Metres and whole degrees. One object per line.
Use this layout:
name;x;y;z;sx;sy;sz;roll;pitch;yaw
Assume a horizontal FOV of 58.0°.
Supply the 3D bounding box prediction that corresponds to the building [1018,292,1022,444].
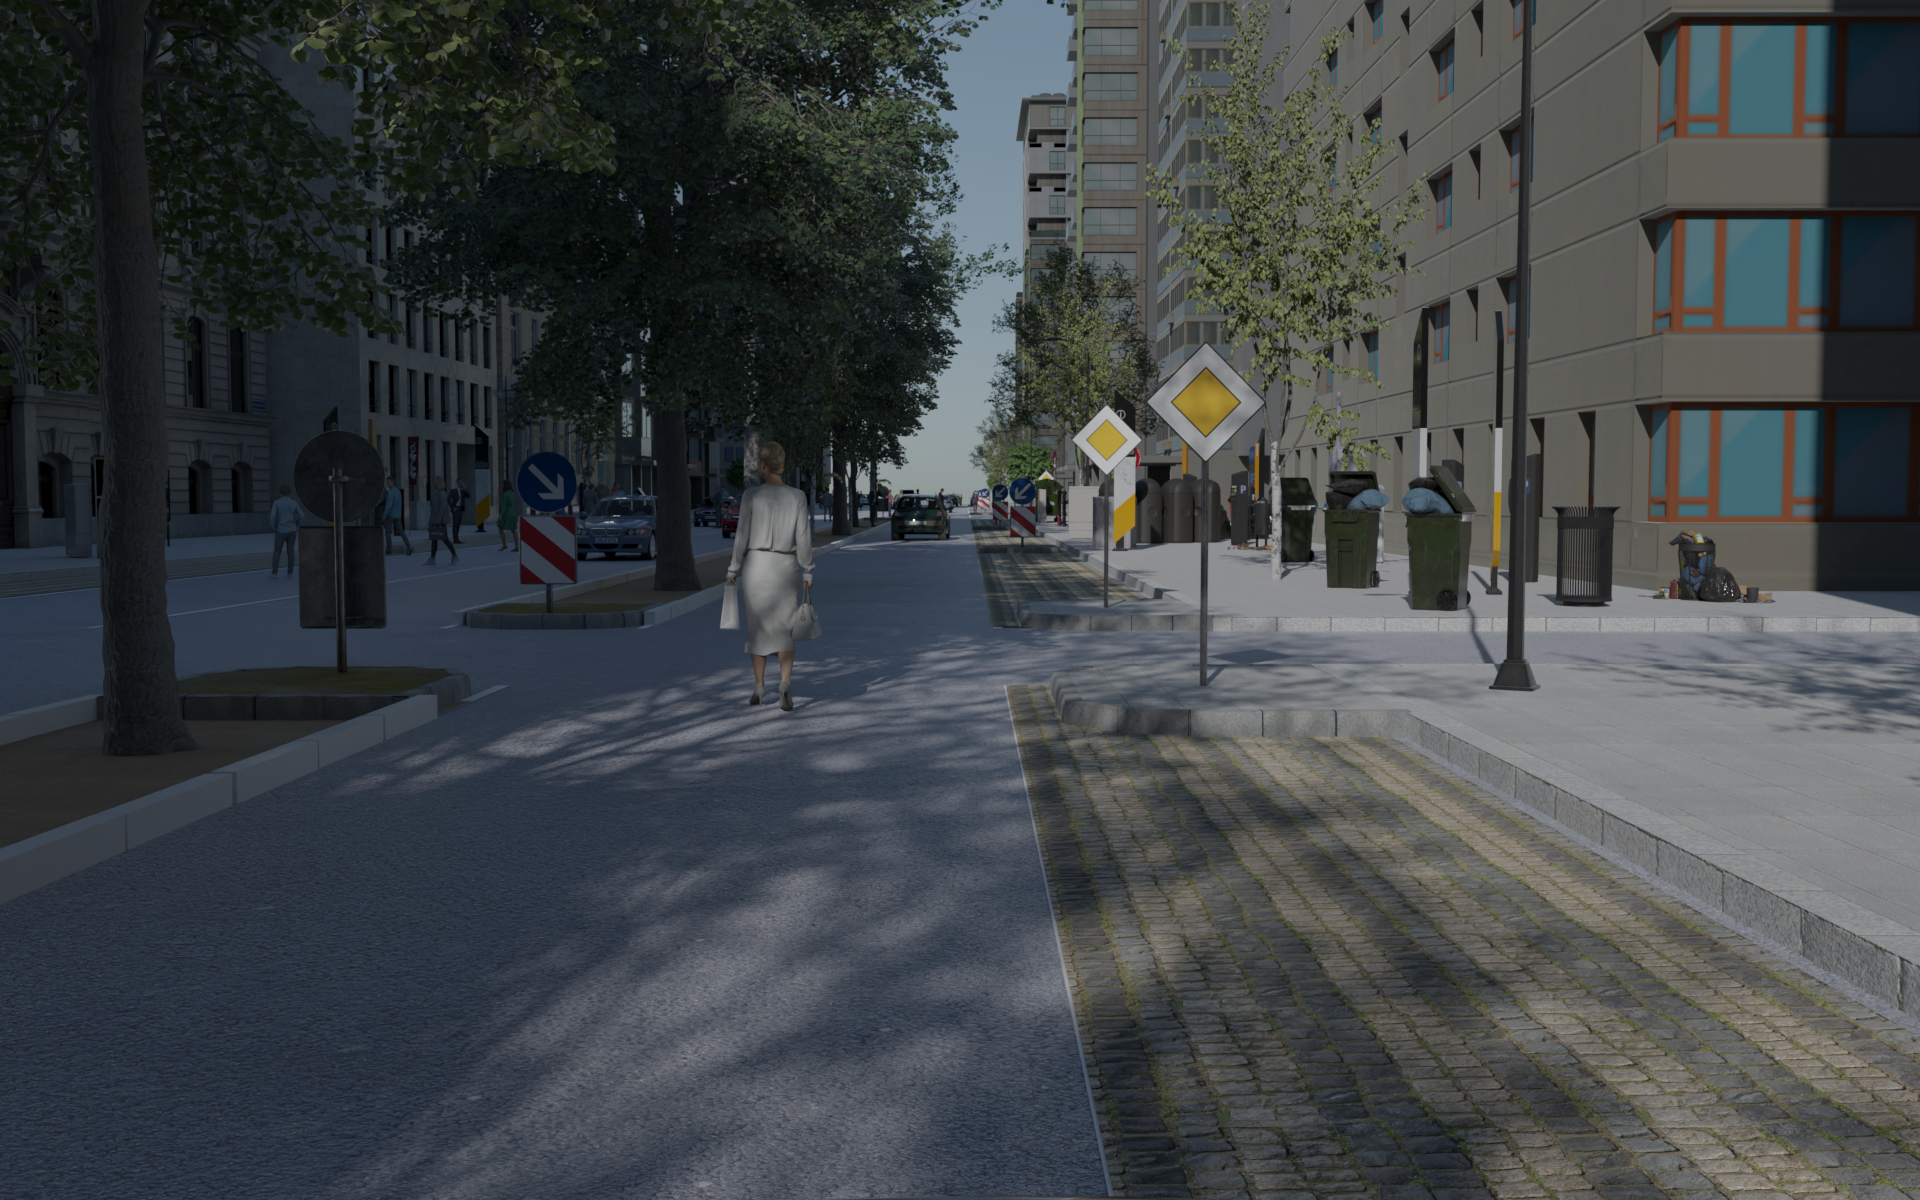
building;14.485;-26.509;205.127;14.160;30.474;14.107;0;4;0

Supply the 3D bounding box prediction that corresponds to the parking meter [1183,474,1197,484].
parking meter;6.545;-2.667;49.317;0.255;1.863;0.399;-2;4;-31

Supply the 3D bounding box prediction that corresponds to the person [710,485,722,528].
person;-10.159;-3.888;72.252;0.590;1.801;0.661;-1;4;-16

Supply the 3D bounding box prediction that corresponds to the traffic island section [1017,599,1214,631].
traffic island section;1.670;0.165;19.586;2.009;0.180;2.903;0;4;0

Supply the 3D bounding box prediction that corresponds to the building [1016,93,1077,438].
building;21.992;-38.917;225.532;28.713;52.752;27.495;0;4;0

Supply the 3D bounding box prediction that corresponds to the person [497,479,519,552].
person;-11.233;-2.098;43.051;0.529;1.795;0.600;0;4;5

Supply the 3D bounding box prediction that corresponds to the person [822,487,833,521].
person;-6.958;-5.025;90.928;0.678;1.792;0.850;1;4;11

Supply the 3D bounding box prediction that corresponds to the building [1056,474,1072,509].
building;23.814;-28.346;155.344;32.217;40.220;23.993;0;4;0

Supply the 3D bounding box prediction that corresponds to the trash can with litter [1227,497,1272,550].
trash can with litter;6.931;-1.779;40.151;1.678;1.210;2.233;-1;4;-14

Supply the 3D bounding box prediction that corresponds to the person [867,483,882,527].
person;-3.690;-4.120;75.223;0.474;1.900;0.648;2;4;28

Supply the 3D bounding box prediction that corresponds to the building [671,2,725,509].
building;-31.192;-29.671;139.743;22.147;44.769;28.867;0;4;0

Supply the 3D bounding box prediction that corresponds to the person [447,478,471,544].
person;-14.399;-2.568;49.841;0.474;1.900;0.648;1;4;20

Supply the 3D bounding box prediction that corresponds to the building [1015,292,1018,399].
building;14.814;-29.076;247.088;14.160;30.474;14.107;0;4;0

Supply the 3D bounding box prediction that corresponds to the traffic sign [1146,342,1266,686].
traffic sign;1.625;-0.482;11.524;0.795;2.450;0.064;0;4;0

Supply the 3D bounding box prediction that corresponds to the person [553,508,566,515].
person;-11.201;-2.453;48.632;0.654;1.822;0.581;1;4;23

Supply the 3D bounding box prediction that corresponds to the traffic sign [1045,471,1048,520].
traffic sign;4.271;-5.170;85.714;0.795;2.450;0.064;1;4;9

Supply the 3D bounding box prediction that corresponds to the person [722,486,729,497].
person;-12.556;-5.162;92.761;0.748;1.841;0.638;3;5;44

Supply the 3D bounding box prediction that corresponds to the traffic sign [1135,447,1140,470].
traffic sign;4.120;-2.642;43.305;0.768;2.556;0.104;0;4;6

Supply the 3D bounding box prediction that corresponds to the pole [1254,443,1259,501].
pole;11.884;-4.621;69.396;0.158;3.312;0.155;0;3;0

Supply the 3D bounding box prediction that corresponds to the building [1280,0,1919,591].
building;23.689;-11.677;35.958;28.899;21.520;27.650;0;4;0

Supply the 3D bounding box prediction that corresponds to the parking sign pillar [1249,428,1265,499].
parking sign pillar;12.069;-5.012;70.415;1.447;3.967;1.447;1;4;19

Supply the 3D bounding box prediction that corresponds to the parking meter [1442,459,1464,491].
parking meter;8.381;-1.454;29.483;0.255;1.863;0.399;3;5;42

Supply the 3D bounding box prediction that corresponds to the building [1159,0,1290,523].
building;22.377;-23.872;82.184;32.217;40.220;23.993;0;4;0

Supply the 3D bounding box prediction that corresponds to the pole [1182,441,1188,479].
pole;7.962;-4.127;61.313;0.158;3.312;0.155;0;3;0

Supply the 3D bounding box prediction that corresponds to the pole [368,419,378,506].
pole;-15.960;-3.259;47.131;0.158;3.312;0.155;0;3;0

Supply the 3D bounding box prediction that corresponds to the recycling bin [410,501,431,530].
recycling bin;-19.136;-3.008;61.734;0.722;1.027;0.722;-3;4;-38

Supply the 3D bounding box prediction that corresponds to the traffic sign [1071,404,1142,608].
traffic sign;1.647;-0.970;19.509;0.795;2.450;0.064;0;4;0

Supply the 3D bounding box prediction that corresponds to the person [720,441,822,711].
person;-1.280;-0.163;11.516;0.694;1.780;0.624;0;4;2

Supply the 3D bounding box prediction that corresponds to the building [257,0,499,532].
building;-25.002;-12.881;65.362;10.420;20.320;16.860;0;4;0

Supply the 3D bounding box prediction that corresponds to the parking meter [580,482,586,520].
parking meter;-18.710;-4.929;86.306;0.399;1.863;0.255;-2;4;-34

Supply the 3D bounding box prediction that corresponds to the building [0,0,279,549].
building;-27.647;-13.447;38.935;14.460;24.649;34.723;0;4;0

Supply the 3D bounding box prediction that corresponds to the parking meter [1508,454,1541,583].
parking meter;8.212;-1.193;25.223;0.399;1.863;0.255;3;4;37

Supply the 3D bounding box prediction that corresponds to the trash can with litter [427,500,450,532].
trash can with litter;-17.654;-2.888;58.610;0.624;1.170;1.055;0;4;-4

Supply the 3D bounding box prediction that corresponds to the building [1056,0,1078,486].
building;19.368;-31.054;127.344;23.786;49.044;30.456;0;4;0

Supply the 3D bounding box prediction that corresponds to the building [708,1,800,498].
building;-29.971;-39.900;194.362;21.231;58.520;28.212;0;4;0

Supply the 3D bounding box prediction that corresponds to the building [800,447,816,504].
building;-25.731;-27.208;216.544;14.160;30.474;14.107;0;4;0

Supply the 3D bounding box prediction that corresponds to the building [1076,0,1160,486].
building;14.029;-25.797;105.368;14.154;41.232;14.086;0;4;0

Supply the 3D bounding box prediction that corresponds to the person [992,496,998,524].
person;1.708;-4.431;81.190;0.600;1.795;0.529;2;4;27

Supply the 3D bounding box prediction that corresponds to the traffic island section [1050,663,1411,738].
traffic island section;1.648;0.653;11.601;2.009;0.180;2.903;0;4;0

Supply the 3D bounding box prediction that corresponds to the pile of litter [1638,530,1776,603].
pile of litter;9.093;-0.435;21.082;1.176;0.858;1.719;-1;4;-14

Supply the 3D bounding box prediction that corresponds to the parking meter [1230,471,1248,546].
parking meter;6.948;-2.286;43.090;0.399;1.863;0.255;-2;4;-30

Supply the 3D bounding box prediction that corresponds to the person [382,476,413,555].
person;-13.165;-1.956;40.344;0.748;1.841;0.638;1;4;20

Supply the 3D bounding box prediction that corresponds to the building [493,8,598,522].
building;-25.953;-18.252;84.331;13.634;28.700;20.117;0;4;0

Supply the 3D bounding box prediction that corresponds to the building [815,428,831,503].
building;-25.715;-36.348;244.392;14.600;45.320;14.200;0;4;0

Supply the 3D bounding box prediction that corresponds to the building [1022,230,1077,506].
building;14.504;-25.648;191.045;14.160;30.474;14.107;0;4;0

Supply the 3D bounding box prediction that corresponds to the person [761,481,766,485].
person;-6.168;-2.837;54.791;0.656;1.842;0.836;-1;4;-10

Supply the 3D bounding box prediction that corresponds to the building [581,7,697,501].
building;-30.078;-29.994;110.003;23.786;49.044;30.456;0;4;0

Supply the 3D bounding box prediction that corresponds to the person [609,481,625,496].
person;-10.193;-2.611;51.292;0.616;1.811;0.778;-1;4;-15

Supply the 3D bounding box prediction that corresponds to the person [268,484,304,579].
person;-11.455;-1.169;29.420;0.589;1.601;0.330;-2;4;-30

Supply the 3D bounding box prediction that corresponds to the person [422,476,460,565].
person;-10.443;-1.601;34.852;0.728;1.800;0.709;-2;4;-26

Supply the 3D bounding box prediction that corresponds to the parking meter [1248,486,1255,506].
parking meter;8.809;-2.717;52.829;0.372;1.533;0.369;0;3;0
